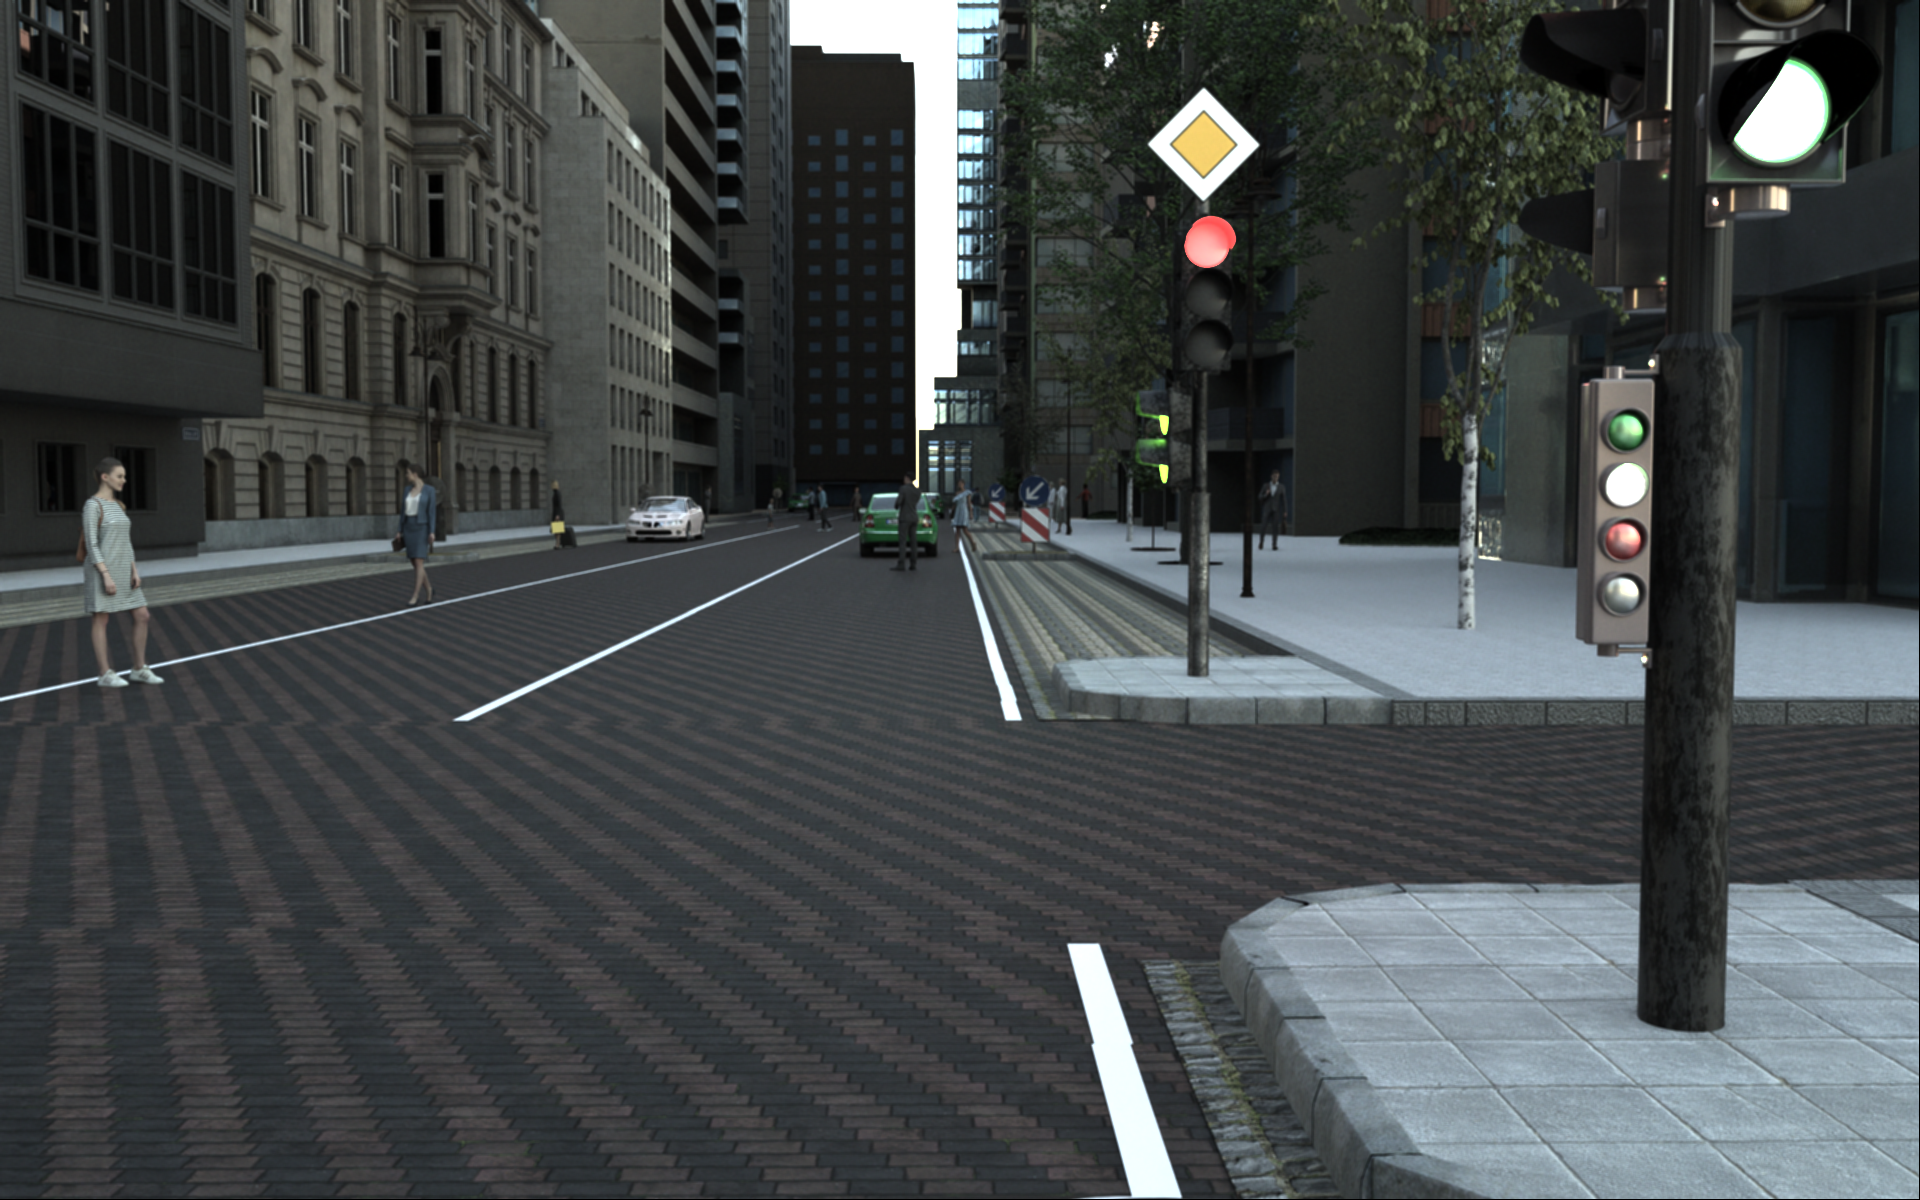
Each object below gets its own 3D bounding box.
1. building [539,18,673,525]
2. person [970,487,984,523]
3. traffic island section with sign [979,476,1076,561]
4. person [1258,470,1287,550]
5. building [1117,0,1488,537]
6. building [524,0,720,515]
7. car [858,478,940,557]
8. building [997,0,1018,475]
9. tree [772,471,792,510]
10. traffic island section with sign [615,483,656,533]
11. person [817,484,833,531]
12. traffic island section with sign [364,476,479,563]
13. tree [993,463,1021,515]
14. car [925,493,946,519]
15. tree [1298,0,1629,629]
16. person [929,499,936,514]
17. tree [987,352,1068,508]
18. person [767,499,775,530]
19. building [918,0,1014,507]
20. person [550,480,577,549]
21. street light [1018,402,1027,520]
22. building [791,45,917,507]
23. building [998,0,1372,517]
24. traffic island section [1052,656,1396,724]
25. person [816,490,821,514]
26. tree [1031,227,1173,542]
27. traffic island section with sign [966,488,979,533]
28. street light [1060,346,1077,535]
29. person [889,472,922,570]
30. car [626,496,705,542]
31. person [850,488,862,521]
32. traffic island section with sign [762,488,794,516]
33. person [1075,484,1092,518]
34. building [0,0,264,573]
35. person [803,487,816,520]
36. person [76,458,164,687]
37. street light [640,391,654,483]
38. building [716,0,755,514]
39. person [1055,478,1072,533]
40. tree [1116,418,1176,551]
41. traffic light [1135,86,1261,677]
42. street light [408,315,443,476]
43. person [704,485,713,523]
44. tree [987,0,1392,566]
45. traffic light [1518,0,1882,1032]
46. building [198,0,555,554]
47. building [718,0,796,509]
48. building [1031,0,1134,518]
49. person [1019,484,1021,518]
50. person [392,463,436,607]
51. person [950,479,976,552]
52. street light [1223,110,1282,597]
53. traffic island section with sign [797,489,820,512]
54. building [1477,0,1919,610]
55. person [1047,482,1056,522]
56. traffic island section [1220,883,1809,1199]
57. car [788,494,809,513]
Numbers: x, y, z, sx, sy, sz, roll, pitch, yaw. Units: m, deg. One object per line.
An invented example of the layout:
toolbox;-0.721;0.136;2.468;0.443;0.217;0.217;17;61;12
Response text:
building;-19.579;-13.674;78.324;10.420;20.320;16.860;0;4;0
person;0.829;-4.658;84.998;0.623;1.781;0.721;-2;4;-35
traffic island section with sign;1.487;-1.786;37.824;1.989;1.847;2.006;0;4;0
person;7.160;-2.061;39.697;0.622;1.834;0.822;0;4;-3
building;16.838;-25.069;64.498;22.147;44.769;28.867;0;4;0
building;-25.678;-28.957;97.154;21.300;48.544;21.600;0;4;0
car;-1.444;-1.971;41.024;1.959;1.807;4.718;0;4;-2
building;17.024;-34.239;149.052;28.713;52.752;27.495;0;4;0
tree;-14.851;-9.070;142.896;1.663;3.219;1.824;0;3;0
traffic island section with sign;-11.566;-3.381;63.904;1.989;1.847;2.006;0;4;0
person;-5.222;-3.571;66.900;0.620;1.820;0.660;-1;4;-10
traffic island section with sign;-11.334;-1.719;36.728;1.989;1.847;2.006;0;4;0
tree;2.942;-6.847;106.550;1.663;3.219;1.824;0;3;0
car;-1.822;-5.735;102.563;1.959;1.807;4.718;0;4;-1
tree;5.062;-4.032;16.292;4.737;8.622;4.395;0;3;0
person;-1.141;-3.490;70.246;0.352;1.250;0.332;0;4;3
tree;3.629;-8.589;90.797;4.360;8.622;3.978;0;3;0
person;-7.538;-3.421;69.125;0.332;1.250;0.352;-3;5;-43
building;11.242;-53.053;180.079;31.000;86.520;22.319;0;4;0
person;-10.416;-2.242;45.370;0.699;1.804;1.509;1;4;13
street light;3.117;-6.970;86.754;0.468;5.910;1.993;0;4;0
building;-11.585;-32.194;176.483;14.200;45.320;14.600;0;4;0
building;13.950;-28.533;121.140;22.147;44.769;28.867;0;4;0
traffic island section;1.703;0.615;12.232;2.009;0.180;2.903;0;4;0
person;-9.903;-6.943;122.804;0.721;1.735;1.217;0;4;-2
tree;4.378;-5.890;46.657;4.737;8.622;4.395;0;3;0
traffic island section with sign;1.249;-3.434;64.778;1.989;1.847;2.006;0;4;0
street light;3.410;-4.986;54.309;0.468;5.910;1.993;0;4;0
person;-1.045;-1.490;32.668;0.655;1.846;0.447;-3;5;-44
car;-9.019;-2.503;53.289;2.083;1.381;4.827;0;4;0
person;-5.545;-5.079;92.098;0.434;1.755;0.990;3;5;39
traffic island section with sign;-11.994;-6.452;114.113;1.989;1.847;2.006;0;4;0
person;6.556;-5.204;91.091;0.705;1.831;1.348;3;5;42
building;-20.889;-14.028;22.873;14.314;27.812;24.014;0;4;0
person;-8.191;-5.294;95.040;0.705;1.826;1.348;1;4;22
person;-6.324;-0.208;12.909;0.522;1.701;0.512;0;4;6
street light;-14.015;-6.406;77.520;0.468;5.910;1.993;0;4;0
building;-25.678;-49.546;122.748;22.319;86.520;31.000;0;4;0
person;3.388;-3.078;56.595;0.641;1.798;0.478;3;5;40
tree;4.400;-2.727;39.193;1.663;3.219;1.824;0;3;0
traffic light;1.663;-1.419;12.117;0.839;4.253;0.868;0;4;0
street light;-13.820;-4.411;44.904;0.468;5.910;1.993;0;4;0
person;-12.200;-4.632;84.032;0.447;1.846;0.655;-1;4;-16
tree;4.046;-6.454;31.278;9.928;11.665;9.643;0;3;0
traffic light;-0.359;-1.792;3.973;4.771;5.953;1.251;0;4;0
building;-21.651;-14.272;52.429;14.460;24.649;34.723;0;4;0
building;-25.834;-43.665;152.178;20.611;71.187;20.563;0;4;0
building;11.047;-25.454;99.764;14.154;41.232;14.086;0;4;0
person;3.360;-5.343;93.394;0.705;1.826;1.348;-1;4;-11
person;-6.935;-0.841;22.270;0.581;1.822;0.654;2;4;30
person;0.042;-2.090;42.770;0.616;1.811;0.778;3;5;44
street light;3.583;-2.974;21.418;0.468;5.910;1.993;0;4;0
traffic island section with sign;-12.231;-8.120;141.391;1.989;1.847;2.006;0;4;0
building;23.262;-24.713;23.673;30.456;49.044;23.786;0;4;0
person;4.120;-4.377;77.485;0.514;1.842;0.818;3;4;38
traffic island section;1.772;1.103;4.247;2.009;0.180;2.903;0;4;0
car;-12.449;-7.741;135.368;1.959;1.807;4.718;0;4;-1
